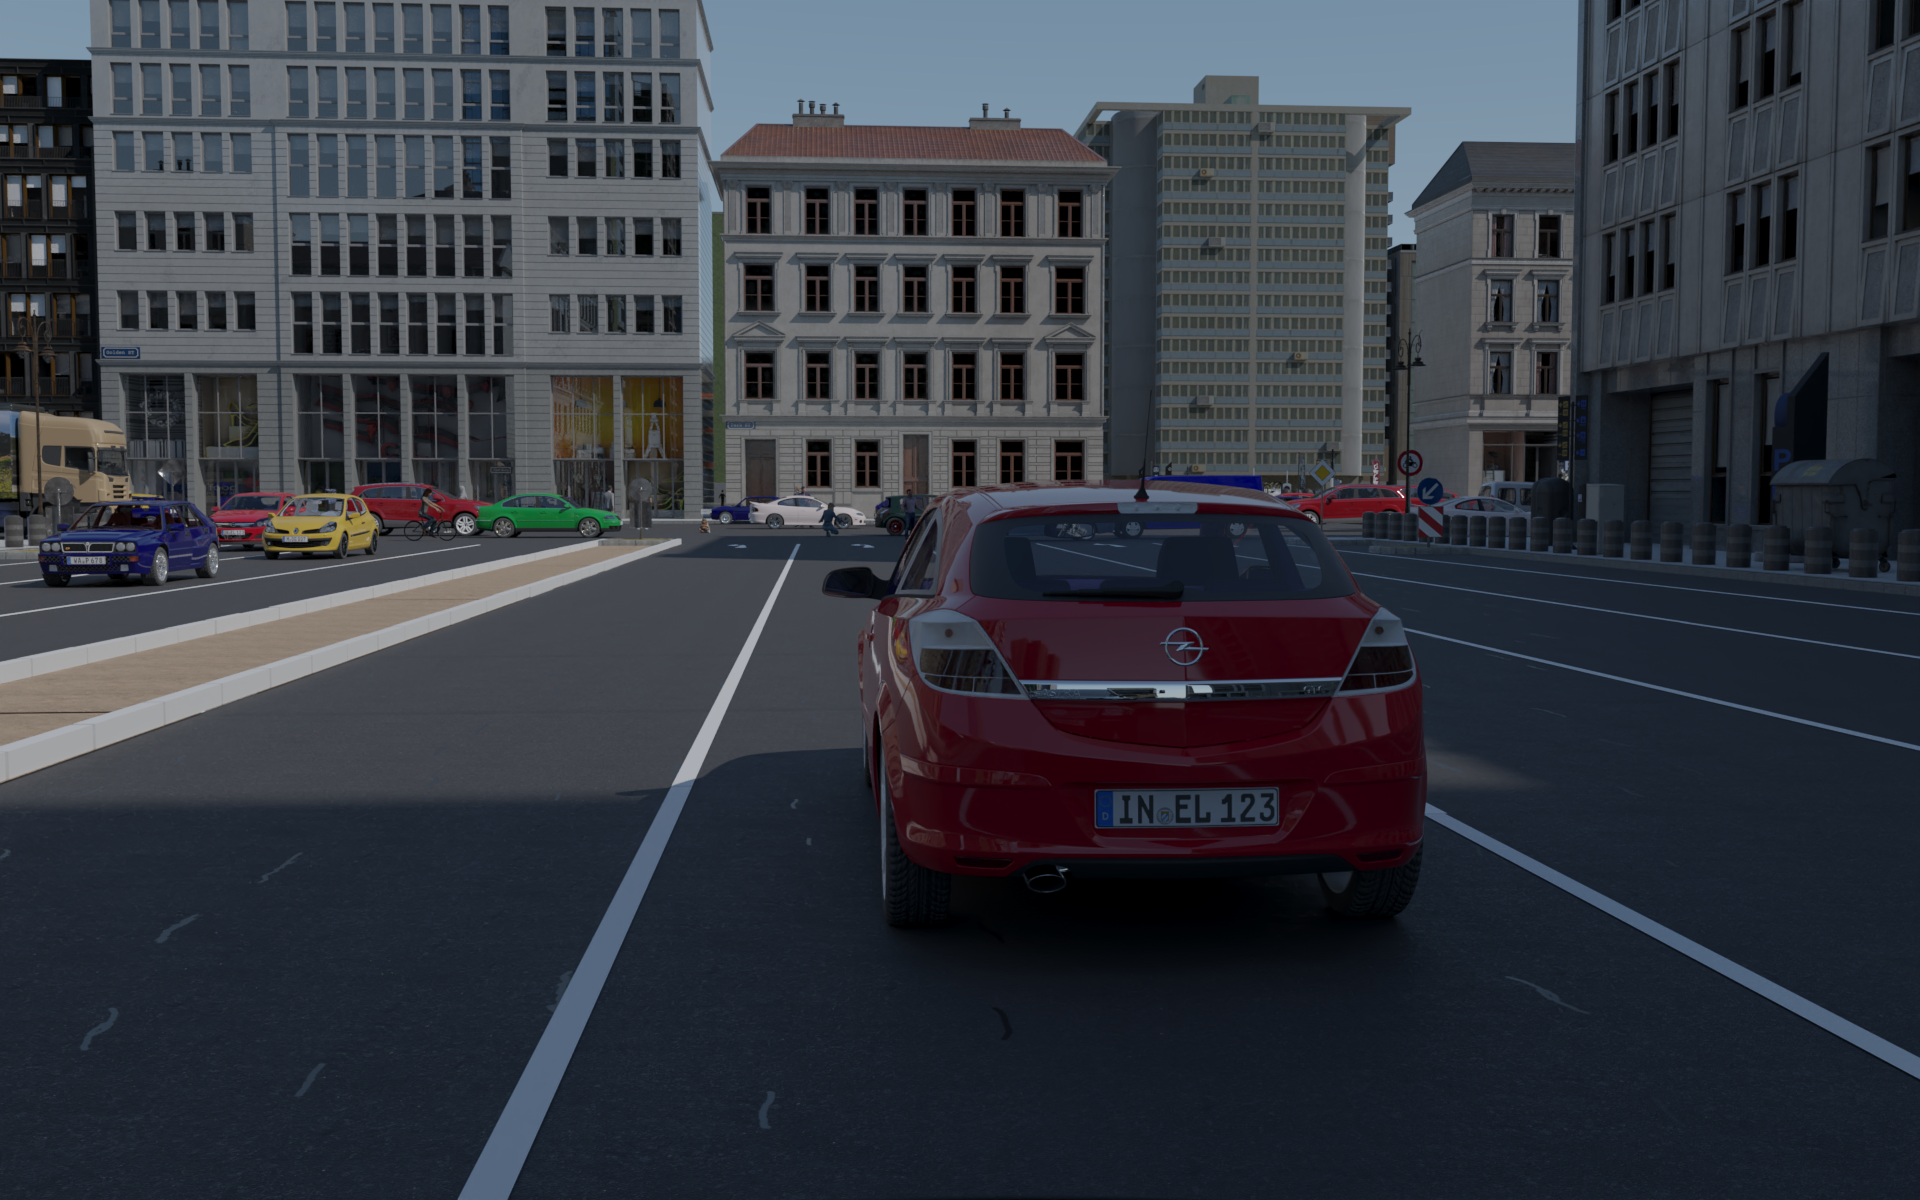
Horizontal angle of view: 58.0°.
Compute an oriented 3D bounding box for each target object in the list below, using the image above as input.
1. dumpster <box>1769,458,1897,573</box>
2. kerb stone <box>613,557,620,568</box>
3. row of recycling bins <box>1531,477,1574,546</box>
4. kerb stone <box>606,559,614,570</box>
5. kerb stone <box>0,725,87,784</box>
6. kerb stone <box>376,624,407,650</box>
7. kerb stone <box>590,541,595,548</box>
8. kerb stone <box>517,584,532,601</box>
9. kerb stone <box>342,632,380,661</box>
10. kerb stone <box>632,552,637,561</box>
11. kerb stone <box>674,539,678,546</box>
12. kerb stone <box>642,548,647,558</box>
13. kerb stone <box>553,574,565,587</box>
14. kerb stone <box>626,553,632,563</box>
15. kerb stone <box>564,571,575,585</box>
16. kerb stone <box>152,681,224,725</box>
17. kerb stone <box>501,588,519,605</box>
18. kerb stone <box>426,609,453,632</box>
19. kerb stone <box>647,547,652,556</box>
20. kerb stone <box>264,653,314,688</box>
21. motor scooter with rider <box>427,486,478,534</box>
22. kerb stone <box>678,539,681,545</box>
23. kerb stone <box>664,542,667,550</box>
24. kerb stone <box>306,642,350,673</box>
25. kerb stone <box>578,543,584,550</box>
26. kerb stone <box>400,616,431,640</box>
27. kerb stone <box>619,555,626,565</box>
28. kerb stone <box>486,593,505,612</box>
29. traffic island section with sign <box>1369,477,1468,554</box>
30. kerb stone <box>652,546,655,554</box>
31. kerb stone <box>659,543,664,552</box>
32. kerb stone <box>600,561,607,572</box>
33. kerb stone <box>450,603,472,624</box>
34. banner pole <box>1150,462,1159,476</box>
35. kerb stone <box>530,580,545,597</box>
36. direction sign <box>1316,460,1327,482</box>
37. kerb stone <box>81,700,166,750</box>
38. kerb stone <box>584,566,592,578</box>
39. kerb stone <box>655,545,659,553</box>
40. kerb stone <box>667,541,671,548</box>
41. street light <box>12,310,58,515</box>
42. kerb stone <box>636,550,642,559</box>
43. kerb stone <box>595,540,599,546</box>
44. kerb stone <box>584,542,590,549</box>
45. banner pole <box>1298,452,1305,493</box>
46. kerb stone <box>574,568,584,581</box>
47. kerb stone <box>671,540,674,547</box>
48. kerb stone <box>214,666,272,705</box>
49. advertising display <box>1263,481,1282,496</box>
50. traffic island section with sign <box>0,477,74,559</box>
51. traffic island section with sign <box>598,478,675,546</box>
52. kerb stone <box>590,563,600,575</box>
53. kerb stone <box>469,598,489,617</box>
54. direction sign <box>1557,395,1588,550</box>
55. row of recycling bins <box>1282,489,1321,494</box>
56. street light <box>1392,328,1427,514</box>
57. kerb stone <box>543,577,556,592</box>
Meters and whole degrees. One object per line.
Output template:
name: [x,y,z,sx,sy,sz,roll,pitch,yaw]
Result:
dumpster: [14.596,-1.419,28.961,1.264,1.857,1.865,0,4,-4]
kerb stone: [-6.800,-0.708,33.776,0.120,0.150,1.000,0,4,-5]
row of recycling bins: [15.103,-2.274,44.298,1.069,1.692,3.534,1,4,17]
kerb stone: [-6.715,-0.644,32.752,0.120,0.150,1.000,0,4,-5]
kerb stone: [-4.850,0.801,9.144,0.120,0.150,1.000,0,4,-5]
kerb stone: [-5.419,0.363,16.336,0.120,0.150,1.000,0,4,-5]
kerb stone: [-9.860,-1.447,45.861,0.120,0.150,1.000,0,4,-5]
kerb stone: [-5.992,-0.080,23.512,0.120,0.150,1.000,0,4,-5]
kerb stone: [-5.338,0.421,15.308,0.120,0.150,1.000,0,4,-5]
kerb stone: [-7.045,-0.895,36.850,0.120,0.150,1.000,0,4,-5]
kerb stone: [-7.856,-1.524,47.128,0.120,0.150,1.000,0,4,-5]
kerb stone: [-7.202,-1.022,38.907,0.120,0.150,1.000,0,4,-5]
kerb stone: [-6.237,-0.269,26.598,0.120,0.150,1.000,0,4,-5]
kerb stone: [-6.964,-0.834,35.826,0.120,0.150,1.000,0,4,-5]
kerb stone: [-6.312,-0.331,27.623,0.120,0.150,1.000,0,4,-5]
kerb stone: [-5.011,0.672,11.201,0.120,0.150,1.000,0,4,-5]
kerb stone: [-5.911,-0.018,22.488,0.120,0.150,1.000,0,4,-5]
kerb stone: [-5.582,0.233,18.386,0.120,0.150,1.000,0,4,-5]
kerb stone: [-7.280,-1.085,39.931,0.120,0.150,1.000,0,4,-5]
kerb stone: [-5.173,0.547,13.254,0.120,0.150,1.000,0,4,-5]
motor scooter with rider: [-18.315,-3.294,62.829,1.986,1.779,0.876,0,4,-5]
kerb stone: [-7.934,-1.588,48.152,0.120,0.150,1.000,0,4,-5]
kerb stone: [-7.613,-1.334,44.046,0.120,0.150,1.000,0,4,-5]
kerb stone: [-5.252,0.484,14.279,0.120,0.150,1.000,0,4,-5]
kerb stone: [-9.701,-1.322,43.809,0.120,0.150,1.000,0,4,-5]
kerb stone: [-5.503,0.297,17.360,0.120,0.150,1.000,0,4,-5]
kerb stone: [-6.880,-0.768,34.800,0.120,0.150,1.000,0,4,-5]
kerb stone: [-5.826,0.050,21.464,0.120,0.150,1.000,0,4,-5]
traffic island section with sign: [11.046,-2.045,42.066,1.989,1.847,2.006,0,4,-5]
kerb stone: [-7.379,-1.145,40.958,0.120,0.150,1.000,0,4,-5]
kerb stone: [-7.534,-1.273,43.015,0.120,0.150,1.000,0,4,-5]
kerb stone: [-6.641,-0.583,31.727,0.120,0.150,1.000,0,4,-5]
kerb stone: [-5.658,0.170,19.411,0.120,0.150,1.000,0,4,-5]
banner pole: [15.048,-8.824,134.288,0.863,3.779,0.401,1,4,19]
kerb stone: [-6.064,-0.144,24.547,0.120,0.150,1.000,0,4,-5]
direction sign: [23.733,-7.450,113.797,0.876,3.537,0.379,-2,4,-28]
kerb stone: [-4.929,0.736,10.169,0.120,0.150,1.000,0,4,-5]
kerb stone: [-6.475,-0.457,29.672,0.120,0.150,1.000,0,4,-5]
kerb stone: [-7.455,-1.210,41.982,0.120,0.150,1.000,0,4,-5]
kerb stone: [-7.693,-1.399,45.071,0.120,0.150,1.000,0,4,-5]
street light: [-23.219,-4.332,43.615,0.468,5.910,1.993,0,4,-5]
kerb stone: [-7.122,-0.951,37.875,0.120,0.150,1.000,0,4,-5]
kerb stone: [-9.947,-1.510,46.885,0.120,0.150,1.000,0,4,-5]
kerb stone: [-9.777,-1.383,44.835,0.120,0.150,1.000,0,4,-5]
banner pole: [20.296,-6.917,103.112,0.863,3.779,0.401,-3,5,-43]
kerb stone: [-6.393,-0.392,28.648,0.120,0.150,1.000,0,4,-5]
kerb stone: [-7.775,-1.462,46.095,0.120,0.150,1.000,0,4,-5]
kerb stone: [-5.095,0.610,12.229,0.120,0.150,1.000,0,4,-5]
advertising display: [16.020,-5.117,88.870,0.974,1.923,0.123,-1,4,-9]
traffic island section with sign: [-20.527,-1.862,39.064,1.989,1.847,2.006,0,4,-5]
traffic island section with sign: [-9.024,-2.473,48.573,2.006,1.907,1.989,0,4,-5]
kerb stone: [-6.553,-0.518,30.698,0.120,0.150,1.000,0,4,-5]
kerb stone: [-5.747,0.109,20.436,0.120,0.150,1.000,0,4,-5]
direction sign: [14.097,-2.932,39.933,0.379,3.537,0.876,-2,4,-26]
row of recycling bins: [25.760,-7.537,130.341,3.534,1.692,1.069,-1,4,-19]
street light: [12.535,-4.628,48.451,0.468,5.910,1.993,0,4,-5]
kerb stone: [-6.147,-0.207,25.575,0.120,0.150,1.000,0,4,-5]
